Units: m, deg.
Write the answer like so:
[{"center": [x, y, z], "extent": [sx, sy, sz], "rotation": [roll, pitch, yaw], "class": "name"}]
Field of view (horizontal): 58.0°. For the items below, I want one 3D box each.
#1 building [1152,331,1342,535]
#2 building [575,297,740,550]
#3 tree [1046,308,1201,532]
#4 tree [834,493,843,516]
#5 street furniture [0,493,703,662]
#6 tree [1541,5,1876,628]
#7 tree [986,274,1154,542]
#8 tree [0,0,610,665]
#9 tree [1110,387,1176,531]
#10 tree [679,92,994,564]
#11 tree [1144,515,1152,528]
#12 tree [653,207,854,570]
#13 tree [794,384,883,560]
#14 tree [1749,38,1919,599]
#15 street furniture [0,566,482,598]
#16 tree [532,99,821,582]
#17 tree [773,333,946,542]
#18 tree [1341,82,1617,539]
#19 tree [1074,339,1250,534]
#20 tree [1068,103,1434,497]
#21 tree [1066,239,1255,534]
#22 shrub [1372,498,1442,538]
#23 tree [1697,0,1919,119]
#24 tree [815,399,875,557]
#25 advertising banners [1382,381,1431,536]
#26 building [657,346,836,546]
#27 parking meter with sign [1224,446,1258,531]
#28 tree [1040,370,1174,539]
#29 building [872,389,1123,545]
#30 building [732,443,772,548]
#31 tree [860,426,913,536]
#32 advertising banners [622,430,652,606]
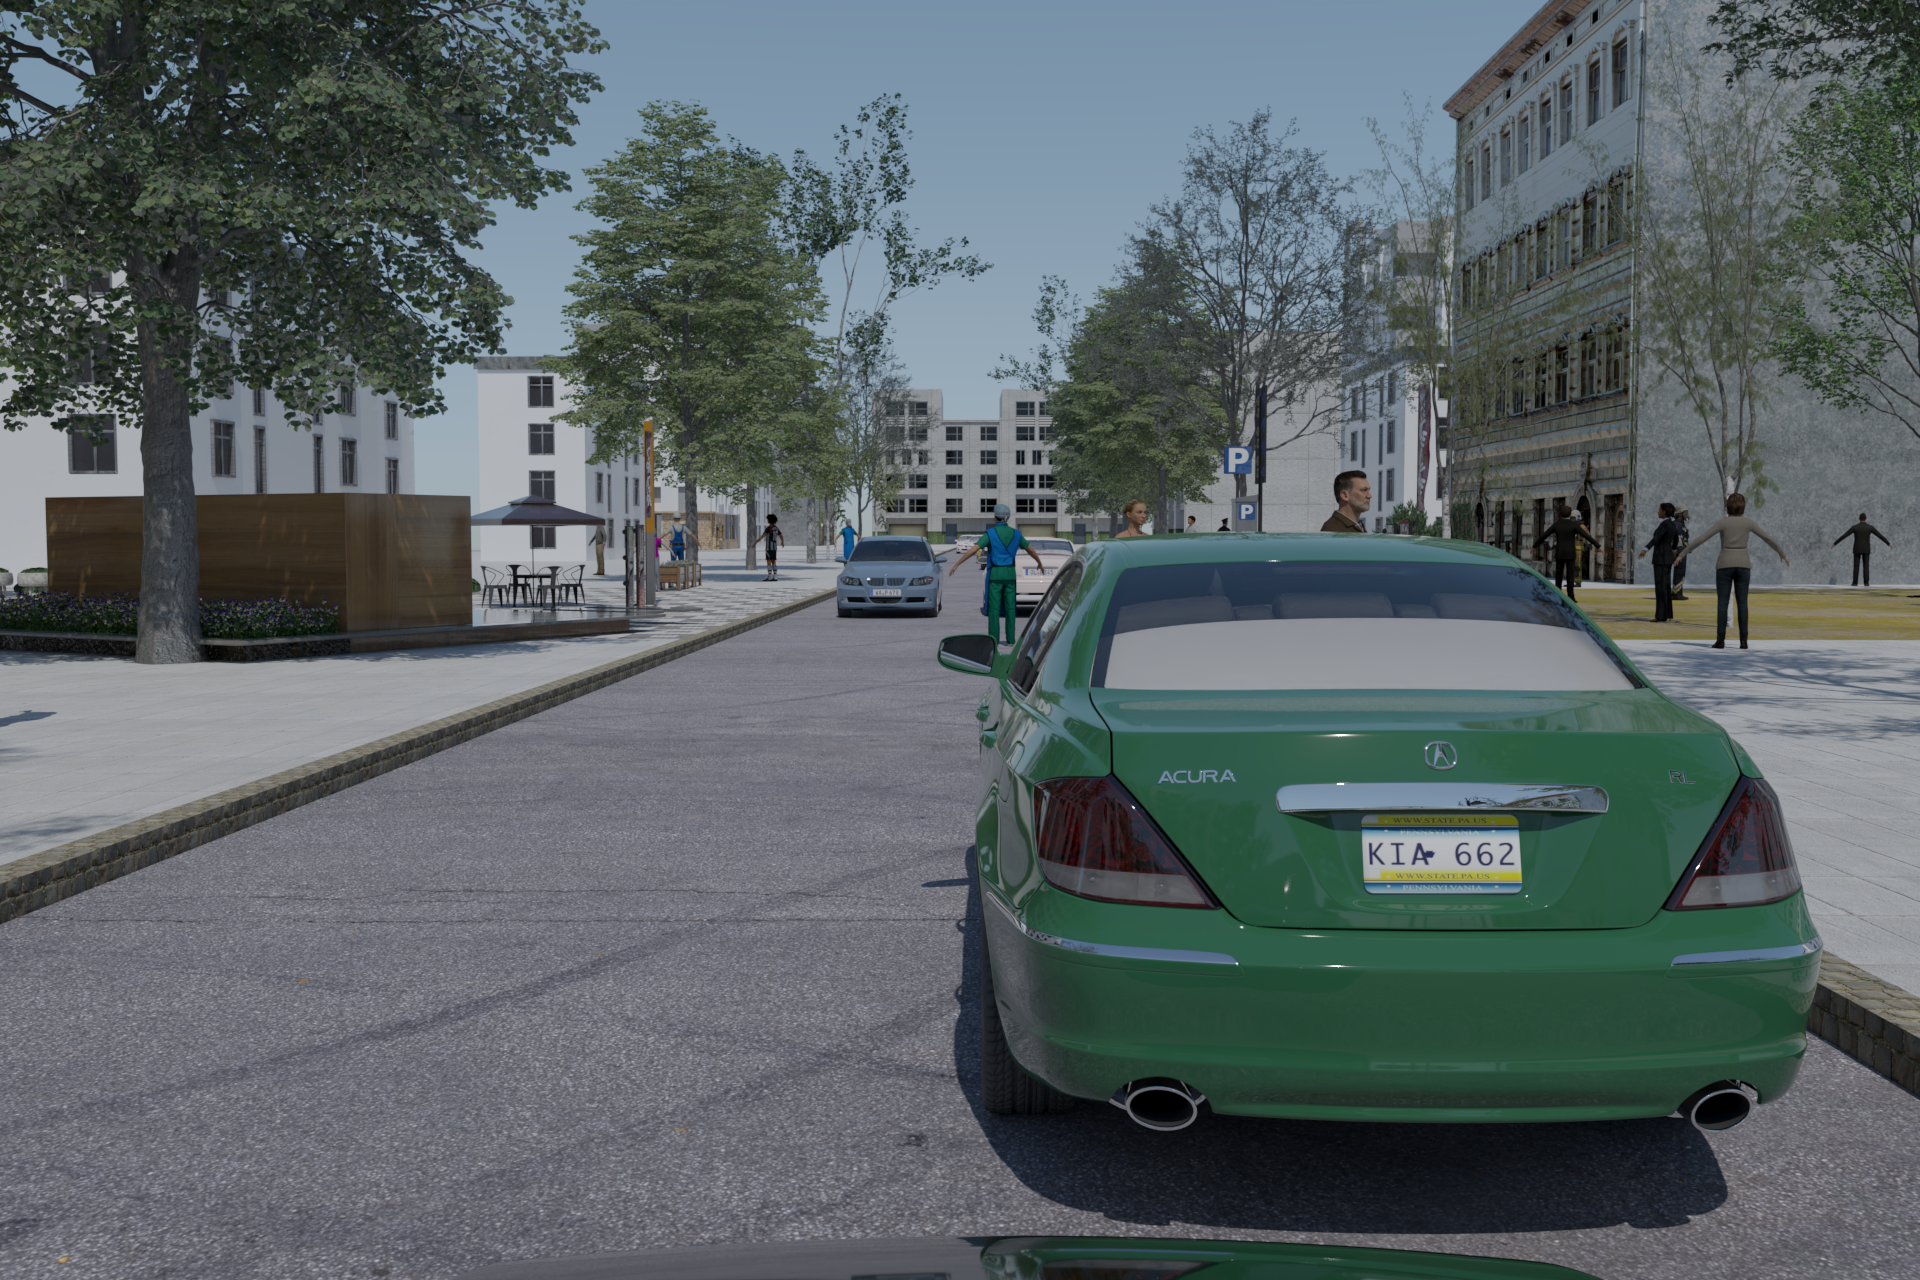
[{"center": [27.525, -17.944, 159.842], "extent": [16.747, 18.905, 31.486], "rotation": [0, 4, 1], "class": "building"}, {"center": [-24.726, -17.309, 139.429], "extent": [16.016, 20.090, 11.380], "rotation": [0, 4, 2], "class": "building"}, {"center": [9.218, -11.518, 94.982], "extent": [9.857, 13.997, 8.962], "rotation": [0, 3, 0], "class": "tree"}, {"center": [-17.819, -17.031, 212.871], "extent": [7.601, 10.594, 8.767], "rotation": [-1, 4, -9], "class": "tree"}, {"center": [-9.499, -0.902, 21.606], "extent": [9.812, 1.723, 11.010], "rotation": [2, 4, 28], "class": "street furniture"}, {"center": [10.770, -4.477, 23.554], "extent": [4.360, 8.622, 3.978], "rotation": [0, 3, 0], "class": "tree"}, {"center": [8.776, -16.607, 127.413], "extent": [12.611, 20.169, 13.585], "rotation": [0, 3, 0], "class": "tree"}, {"center": [-8.027, -6.745, 16.940], "extent": [9.857, 13.997, 8.962], "rotation": [0, 3, 0], "class": "tree"}, {"center": [8.901, -8.281, 85.763], "extent": [4.360, 8.622, 3.978], "rotation": [0, 3, 0], "class": "tree"}, {"center": [-5.174, -13.332, 73.863], "extent": [12.611, 20.169, 13.585], "rotation": [0, 3, 0], "class": "tree"}, {"center": [25.082, -17.921, 211.132], "extent": [7.486, 12.596, 7.792], "rotation": [0, 3, 0], "class": "tree"}, {"center": [-7.794, -8.738, 60.990], "extent": [7.486, 12.596, 7.792], "rotation": [0, 3, 0], "class": "tree"}, {"center": [-6.234, -8.200, 84.428], "extent": [4.737, 8.622, 4.395], "rotation": [0, 3, 0], "class": "tree"}, {"center": [19.753, -6.648, 34.455], "extent": [9.928, 11.665, 9.643], "rotation": [0, 3, 0], "class": "tree"}, {"center": [-15.505, -1.260, 36.234], "extent": [10.072, 0.657, 5.734], "rotation": [1, 4, 9], "class": "street furniture"}, {"center": [-7.503, -7.838, 46.284], "extent": [7.486, 12.596, 7.792], "rotation": [0, 3, 0], "class": "tree"}, {"center": [-5.881, -11.809, 103.445], "extent": [12.009, 13.543, 11.850], "rotation": [0, 3, 0], "class": "tree"}, {"center": [8.085, -4.819, 29.155], "extent": [4.360, 8.622, 3.978], "rotation": [0, 3, 0], "class": "tree"}, {"center": [9.001, -8.774, 77.865], "extent": [8.767, 10.594, 7.601], "rotation": [1, 4, 15], "class": "tree"}, {"center": [8.267, -8.569, 50.466], "extent": [12.009, 13.543, 11.850], "rotation": [0, 3, 0], "class": "tree"}, {"center": [7.700, -9.107, 67.019], "extent": [7.486, 12.596, 7.792], "rotation": [0, 3, 0], "class": "tree"}, {"center": [9.768, -2.067, 37.840], "extent": [1.661, 2.075, 1.752], "rotation": [0, 3, 0], "class": "shrub"}, {"center": [8.015, -4.634, 10.171], "extent": [7.601, 10.594, 8.767], "rotation": [-1, 4, -9], "class": "tree"}, {"center": [-6.924, -8.829, 94.708], "extent": [4.360, 8.622, 3.978], "rotation": [0, 3, 0], "class": "tree"}, {"center": [5.384, -1.512, 20.917], "extent": [0.090, 3.025, 2.074], "rotation": [0, 4, 1], "class": "advertising banners"}, {"center": [-24.005, -22.151, 193.104], "extent": [19.493, 23.208, 18.063], "rotation": [0, 4, 1], "class": "building"}, {"center": [5.501, -2.287, 33.651], "extent": [0.543, 3.016, 1.738], "rotation": [0, 4, 1], "class": "parking meter with sign"}, {"center": [9.753, -12.354, 108.637], "extent": [9.857, 13.997, 8.962], "rotation": [0, 3, 0], "class": "tree"}, {"center": [5.111, -21.347, 217.940], "extent": [31.486, 18.905, 16.747], "rotation": [0, 4, 0], "class": "building"}, {"center": [-22.709, -13.805, 167.857], "extent": [9.099, 9.664, 28.070], "rotation": [0, 4, 1], "class": "building"}, {"center": [-5.521, -10.313, 118.983], "extent": [4.737, 8.622, 4.395], "rotation": [0, 3, 0], "class": "tree"}, {"center": [-5.321, -1.990, 28.731], "extent": [0.090, 3.025, 2.074], "rotation": [0, 4, 3], "class": "advertising banners"}]
